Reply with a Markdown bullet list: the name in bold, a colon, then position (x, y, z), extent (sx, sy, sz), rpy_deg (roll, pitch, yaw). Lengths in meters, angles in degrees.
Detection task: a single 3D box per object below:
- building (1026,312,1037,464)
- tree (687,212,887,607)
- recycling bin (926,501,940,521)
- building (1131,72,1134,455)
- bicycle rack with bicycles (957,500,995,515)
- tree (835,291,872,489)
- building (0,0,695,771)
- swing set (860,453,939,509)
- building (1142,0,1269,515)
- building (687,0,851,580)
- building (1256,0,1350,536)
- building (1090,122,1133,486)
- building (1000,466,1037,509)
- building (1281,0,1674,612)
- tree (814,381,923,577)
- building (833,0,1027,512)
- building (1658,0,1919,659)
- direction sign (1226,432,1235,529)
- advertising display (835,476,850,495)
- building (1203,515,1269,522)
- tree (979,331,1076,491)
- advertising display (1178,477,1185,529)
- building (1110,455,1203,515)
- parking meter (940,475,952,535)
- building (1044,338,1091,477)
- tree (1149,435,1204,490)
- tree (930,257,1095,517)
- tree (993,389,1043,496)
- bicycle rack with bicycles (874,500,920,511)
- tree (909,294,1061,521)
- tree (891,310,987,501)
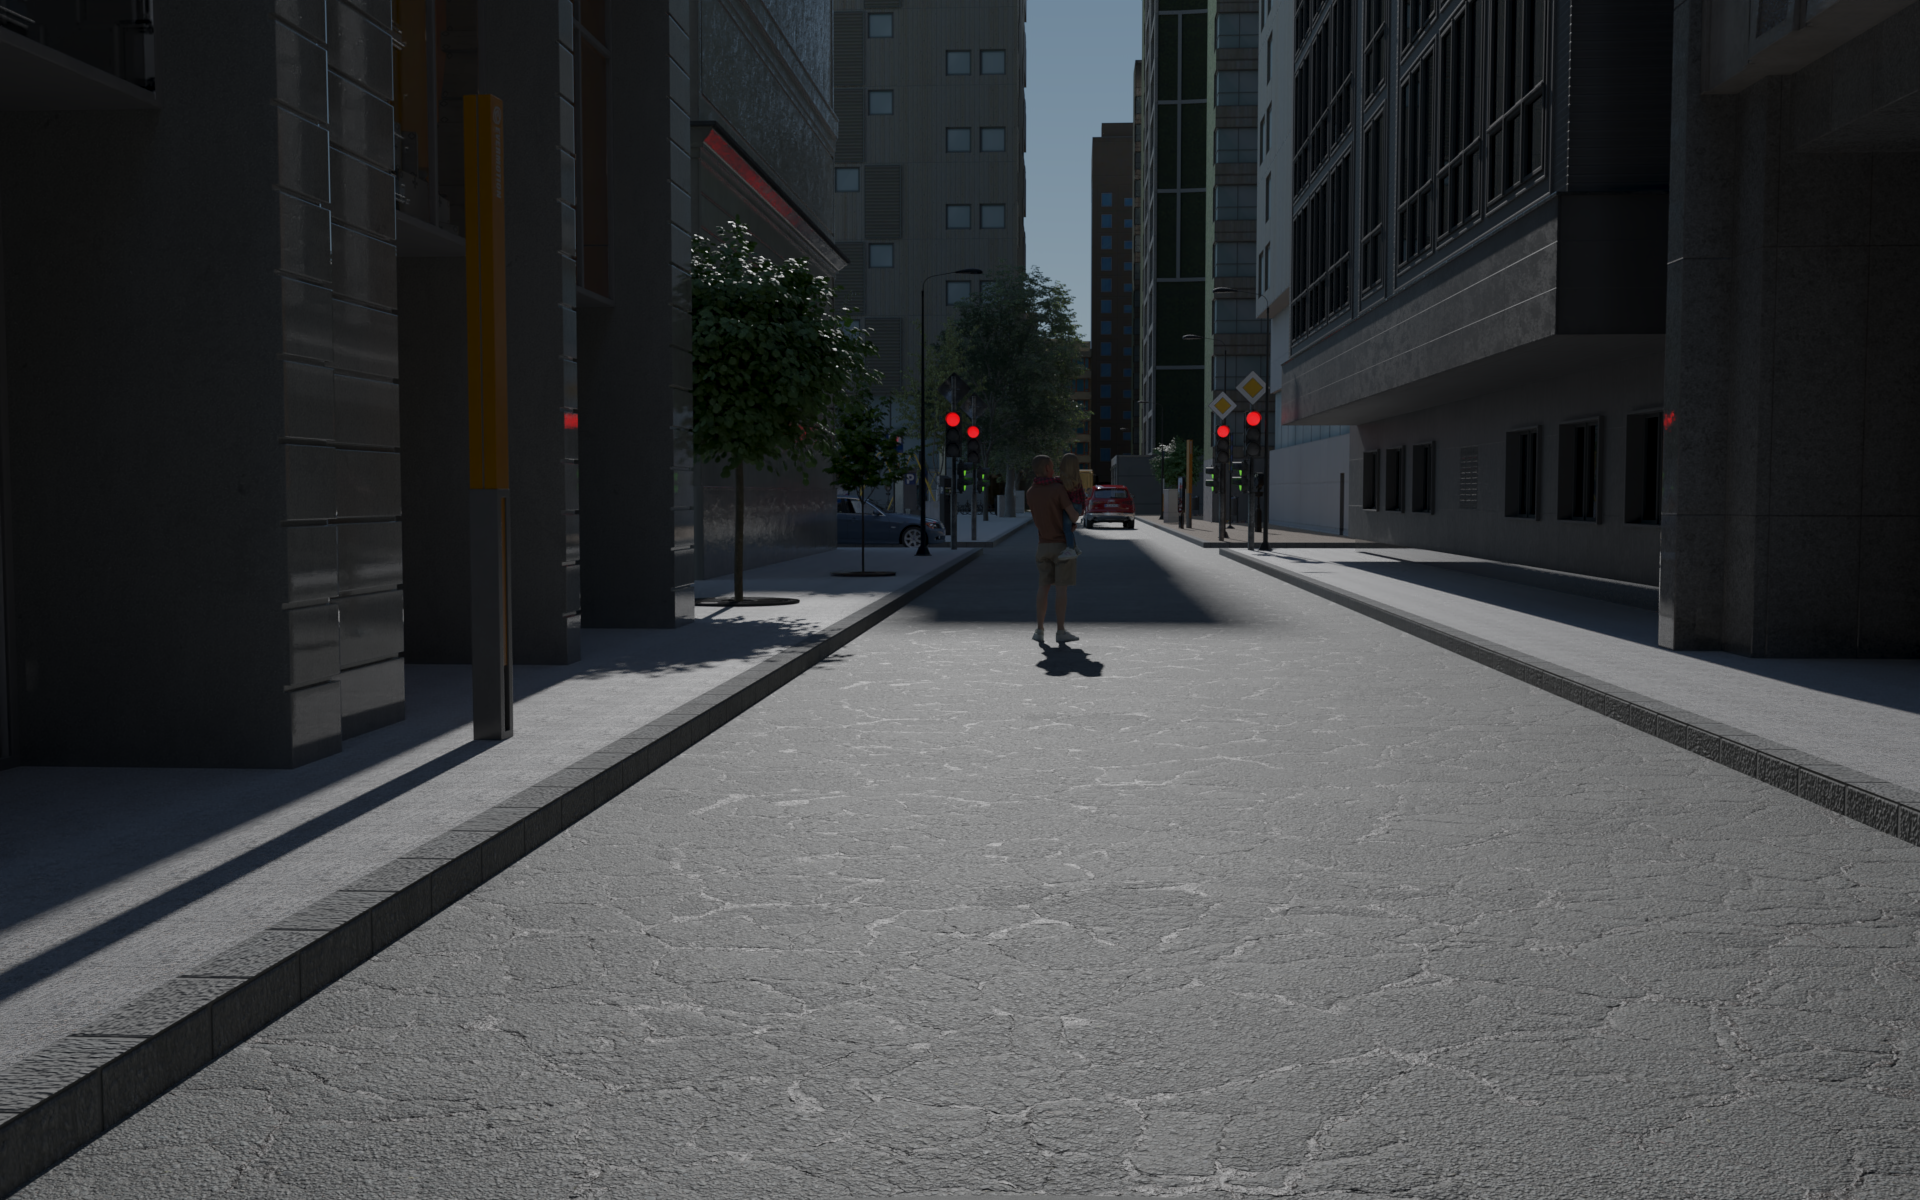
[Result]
- **building**: position (-6.160, -20.860, 186.107), extent (28.899, 21.520, 27.650), rpy_deg (0, 4, 4)
- **tree**: position (-2.555, -2.231, 20.197), extent (4.285, 4.588, 4.351), rpy_deg (0, 3, 0)
- **recycling bin**: position (-0.965, -2.929, 60.439), extent (0.722, 1.027, 0.722), rpy_deg (1, 4, 8)
- **building**: position (23.526, -29.534, 166.472), extent (14.154, 41.232, 14.086), rpy_deg (0, 4, 4)
- **bicycle rack with bicycles**: position (0.764, -5.728, 107.029), extent (2.925, 0.926, 2.852), rpy_deg (1, 4, 12)
- **tree**: position (-4.640, -6.633, 58.819), extent (4.360, 8.622, 3.978), rpy_deg (0, 3, 0)
- **building**: position (-8.991, -13.738, 2.105), extent (11.434, 29.767, 29.804), rpy_deg (0, 4, 4)
- **swing set**: position (-2.452, -4.183, 66.015), extent (2.862, 2.851, 3.119), rpy_deg (2, 4, 24)
- **building**: position (20.746, -27.420, 131.908), extent (14.154, 41.232, 14.086), rpy_deg (0, 4, 4)
- **building**: position (-17.529, -12.227, 33.196), extent (30.059, 22.955, 16.112), rpy_deg (0, 4, 4)
- **building**: position (24.455, -28.638, 57.469), extent (27.495, 52.752, 28.713), rpy_deg (0, 4, 4)
- **building**: position (23.138, -34.354, 211.794), extent (14.200, 45.320, 14.600), rpy_deg (0, 4, 4)
- **building**: position (-2.654, -44.163, 160.310), extent (20.563, 71.187, 20.611), rpy_deg (0, 4, 4)
- **building**: position (13.454, -14.225, 26.091), extent (14.314, 27.812, 24.014), rpy_deg (0, 4, 4)
- **tree**: position (-1.618, -1.985, 27.058), extent (1.663, 3.219, 1.824), rpy_deg (0, 3, 0)
- **building**: position (-8.469, -33.484, 136.701), extent (28.713, 52.752, 27.495), rpy_deg (0, 4, 4)
- **building**: position (11.197, -11.344, 3.491), extent (12.078, 24.808, 19.932), rpy_deg (0, 4, 4)
- **direction sign**: position (9.990, -4.402, 63.965), extent (0.379, 3.537, 0.876), rpy_deg (0, 3, 0)
- **advertising display**: position (-3.532, -2.611, 47.905), extent (0.974, 1.923, 0.123), rpy_deg (0, 4, 5)
- **building**: position (18.843, -24.454, 83.426), extent (14.154, 41.232, 14.086), rpy_deg (0, 4, 4)
- **tree**: position (4.285, -12.205, 117.672), extent (7.486, 12.596, 7.792), rpy_deg (0, 3, 0)
- **advertising display**: position (8.202, -3.605, 64.159), extent (0.123, 1.923, 0.974), rpy_deg (0, 4, -2)
- **building**: position (20.262, -41.097, 110.186), extent (20.563, 71.187, 20.611), rpy_deg (0, 4, 4)
- **parking meter**: position (-0.445, -2.937, 53.724), extent (0.255, 1.863, 0.399), rpy_deg (-2, 4, -28)
- **building**: position (2.083, -22.976, 220.699), extent (28.899, 21.520, 27.650), rpy_deg (0, 4, 4)
- **tree**: position (12.143, -6.872, 96.068), extent (4.285, 4.588, 4.351), rpy_deg (0, 3, 0)
- **tree**: position (2.807, -11.522, 95.047), extent (9.857, 13.997, 8.962), rpy_deg (0, 3, 0)
- **tree**: position (3.418, -9.436, 104.644), extent (4.360, 8.622, 3.978), rpy_deg (0, 3, 0)
- **bicycle rack with bicycles**: position (-3.573, -5.387, 101.462), extent (2.852, 0.926, 2.925), rpy_deg (-3, 4, -37)
- **tree**: position (0.989, -9.027, 81.998), extent (8.767, 10.594, 7.601), rpy_deg (3, 5, 40)
- **tree**: position (-0.904, -7.319, 70.033), extent (4.737, 8.622, 4.395), rpy_deg (0, 3, 0)
